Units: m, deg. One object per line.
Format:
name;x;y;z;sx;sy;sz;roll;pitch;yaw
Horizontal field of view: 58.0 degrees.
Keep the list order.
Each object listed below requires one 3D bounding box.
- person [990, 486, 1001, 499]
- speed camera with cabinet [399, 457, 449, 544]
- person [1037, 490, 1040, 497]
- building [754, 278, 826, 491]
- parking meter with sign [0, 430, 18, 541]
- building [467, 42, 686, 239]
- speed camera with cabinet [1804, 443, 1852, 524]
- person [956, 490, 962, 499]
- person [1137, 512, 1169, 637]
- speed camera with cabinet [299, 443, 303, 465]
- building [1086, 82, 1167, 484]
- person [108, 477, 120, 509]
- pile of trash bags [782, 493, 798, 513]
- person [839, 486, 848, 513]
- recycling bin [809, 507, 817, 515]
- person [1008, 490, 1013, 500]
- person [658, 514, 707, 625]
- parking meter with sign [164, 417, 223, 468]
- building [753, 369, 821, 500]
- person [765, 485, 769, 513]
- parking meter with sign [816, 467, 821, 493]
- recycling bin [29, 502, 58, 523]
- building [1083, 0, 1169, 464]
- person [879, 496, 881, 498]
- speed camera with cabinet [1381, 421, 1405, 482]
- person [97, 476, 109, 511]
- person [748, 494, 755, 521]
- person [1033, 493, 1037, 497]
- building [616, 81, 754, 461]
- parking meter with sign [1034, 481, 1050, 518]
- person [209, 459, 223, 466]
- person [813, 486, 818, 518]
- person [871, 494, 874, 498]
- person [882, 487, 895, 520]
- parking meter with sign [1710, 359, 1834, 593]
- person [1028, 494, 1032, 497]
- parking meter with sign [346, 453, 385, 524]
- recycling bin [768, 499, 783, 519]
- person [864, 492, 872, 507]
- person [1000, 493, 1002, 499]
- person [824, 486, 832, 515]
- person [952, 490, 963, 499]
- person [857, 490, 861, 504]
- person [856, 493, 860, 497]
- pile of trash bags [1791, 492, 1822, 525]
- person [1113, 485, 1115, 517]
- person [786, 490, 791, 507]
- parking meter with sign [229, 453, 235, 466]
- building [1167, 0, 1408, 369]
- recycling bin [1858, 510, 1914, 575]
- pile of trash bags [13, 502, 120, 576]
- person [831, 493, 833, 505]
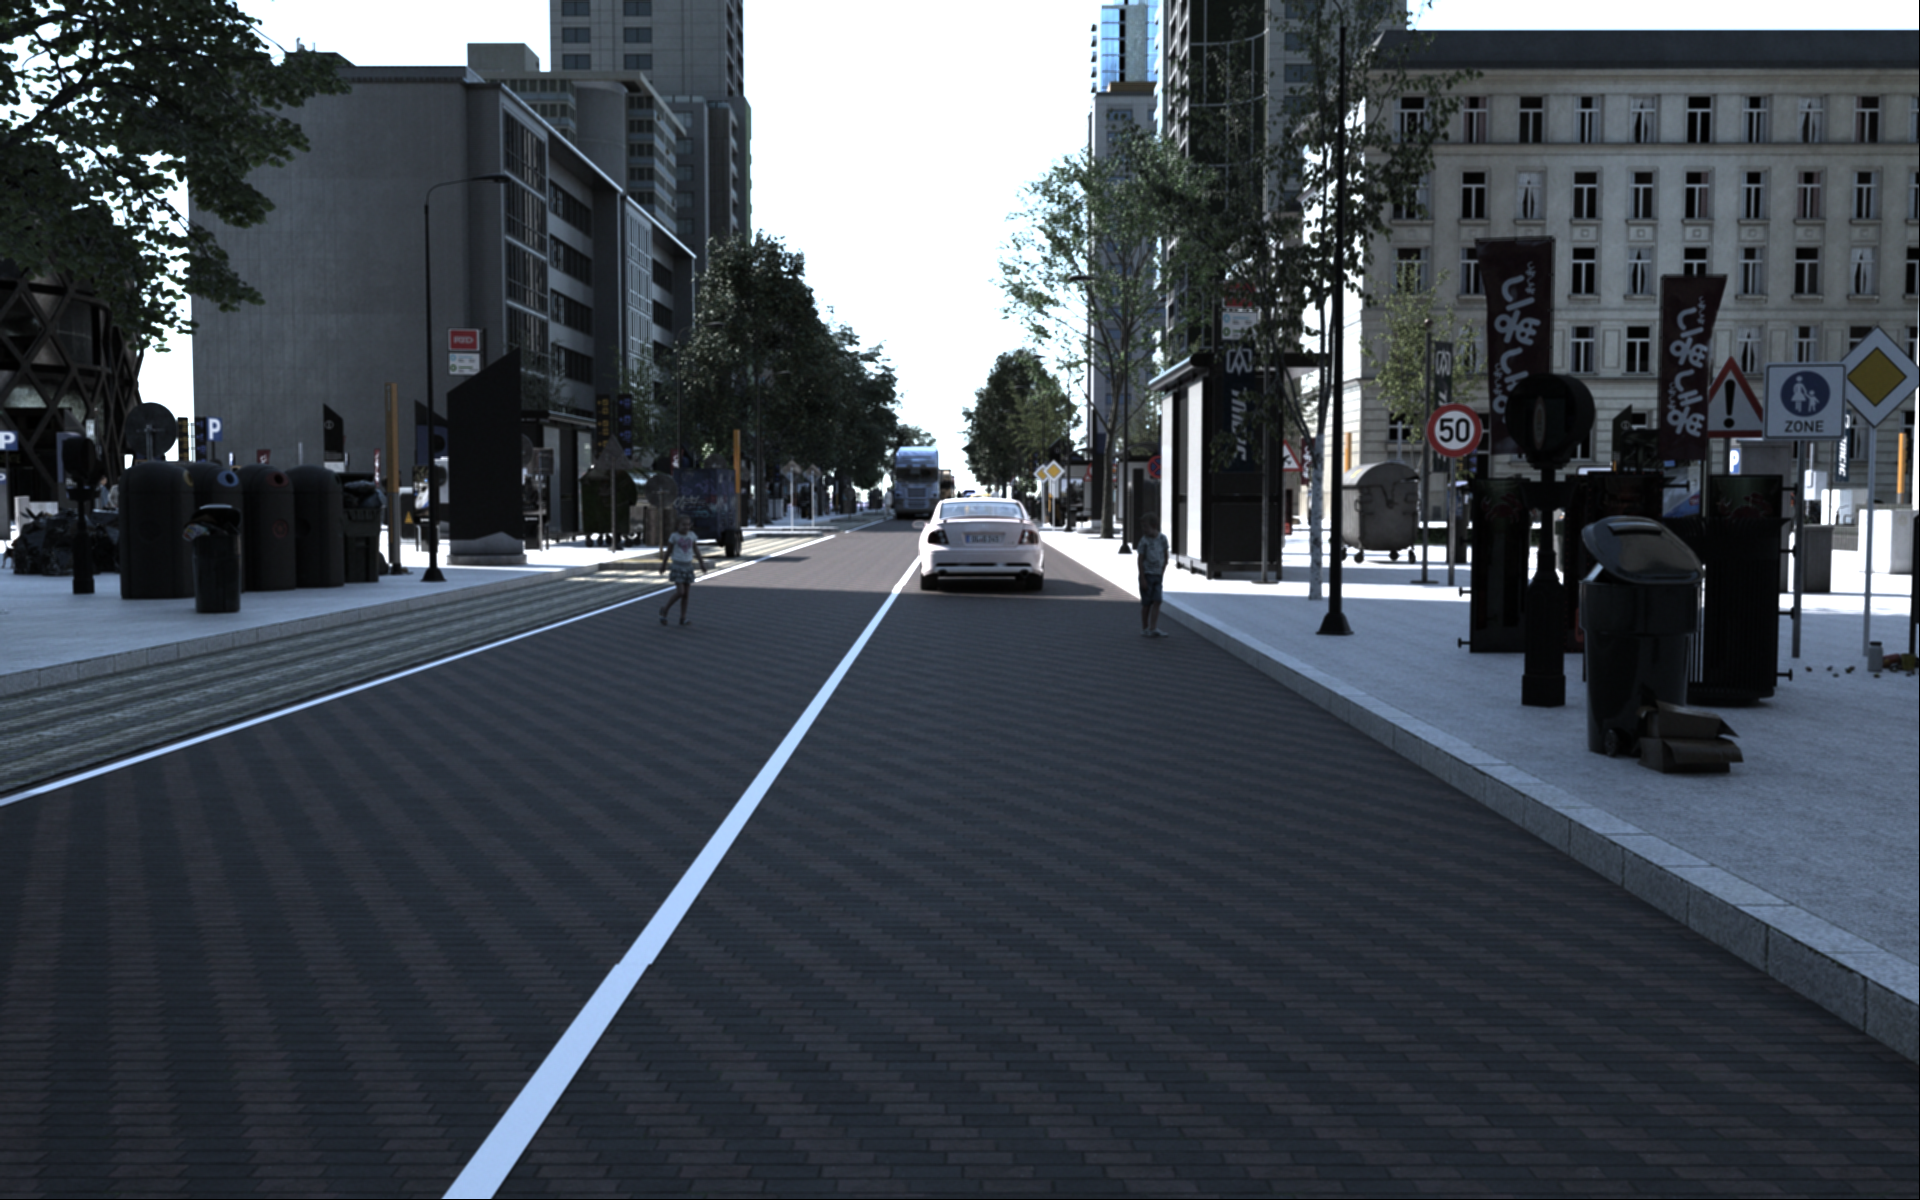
person;1.818;-4.863;87.883;0.514;1.842;0.818;-1;4;-16
speed camera with cabinet;-13.489;-3.047;44.158;2.038;3.252;0.660;2;4;35
person;9.553;-12.487;210.925;0.721;1.735;1.217;-1;4;-14
building;-37.877;-35.914;279.071;32.217;40.220;23.993;0;4;0
parking meter with sign;-26.755;-3.175;48.175;1.738;3.016;0.543;3;5;44
building;-38.296;-28.226;153.369;32.217;40.220;23.993;0;4;0
speed camera with cabinet;33.518;-4.438;66.900;0.660;3.252;2.038;-1;4;-13
person;-0.096;-9.250;159.838;0.705;1.812;1.348;-1;4;-23
person;1.952;-0.261;17.453;0.332;1.250;0.352;1;4;20
speed camera with cabinet;-26.012;-4.448;67.060;2.038;3.252;0.660;3;5;41
building;29.087;-43.573;254.411;21.231;58.520;28.212;0;4;0
person;-24.384;-2.704;50.347;0.391;1.810;0.635;3;5;42
pile of trash bags;-12.472;-6.727;119.740;3.447;1.369;1.912;3;4;36
person;-7.396;-6.390;110.541;0.620;1.820;0.660;0;4;-5
recycling bin;-10.222;-6.539;119.473;0.722;1.027;0.722;-3;5;-40
person;5.828;-11.261;190.164;1.348;1.824;0.705;-2;4;-34
person;-3.047;-0.339;19.057;0.505;1.210;0.382;-3;5;-40
parking meter with sign;-17.703;-2.642;39.465;1.738;3.016;0.543;1;4;15
building;-35.190;-24.966;253.238;27.650;21.520;28.899;0;4;0
person;-10.035;-5.111;90.003;0.834;1.777;0.661;-1;4;-16
parking meter with sign;-9.311;-7.125;112.761;0.543;3.016;1.738;0;4;-3
recycling bin;-29.565;-2.643;55.763;0.722;1.027;0.722;0;4;1
building;29.112;-59.370;283.367;22.319;86.520;31.000;0;4;0
person;-13.390;-17.212;288.375;0.541;1.710;0.530;-2;4;-27
speed camera with cabinet;11.836;-3.266;47.741;0.660;3.252;2.038;1;4;9
person;-25.891;-2.823;52.227;0.654;1.822;0.581;-2;4;-24
person;-9.897;-4.407;82.376;0.475;1.303;0.640;-1;4;-14
person;10.173;-13.860;235.849;0.628;1.438;0.799;1;4;16
building;-28.496;-29.933;173.006;14.154;41.232;14.086;0;4;0
parking meter with sign;4.701;-5.902;92.764;1.738;3.016;0.543;3;4;36
person;-11.512;-1.275;26.909;0.581;1.822;0.654;0;3;0
person;-7.943;-5.299;93.681;0.512;1.701;0.522;2;4;25
person;-7.422;-8.734;149.765;0.541;1.710;0.530;0;4;6
person;-3.899;-5.280;94.705;0.818;1.842;0.514;2;4;29
parking meter with sign;10.440;-1.609;22.570;1.738;3.016;0.543;0;3;0
person;9.637;-14.155;240.666;0.628;1.438;0.799;-1;4;-12
parking meter with sign;-24.953;-4.700;73.110;1.738;3.016;0.543;-2;4;-24
recycling bin;-9.401;-4.635;88.336;0.722;1.027;0.722;0;4;0
person;-8.643;-9.798;166.331;1.350;1.814;0.705;2;4;31
person;6.973;-17.168;289.969;0.421;1.427;0.697;0;4;2
person;-8.097;-6.125;106.544;0.532;1.782;0.716;-1;4;-16
person;-0.158;-8.146;142.403;1.217;1.735;0.721;-1;4;-22
person;-13.548;-13.807;231.804;0.705;1.822;1.348;2;4;34
person;-11.722;-11.300;193.992;0.799;1.438;0.628;-3;5;-40
pile of trash bags;35.990;-3.841;72.557;3.447;1.369;1.912;0;4;-5
person;8.652;-5.618;97.918;0.660;1.820;0.620;-1;4;-18
person;-17.282;-10.345;175.908;1.217;1.736;0.721;-1;4;-19
parking meter with sign;-29.905;-4.713;73.317;1.738;3.016;0.543;-3;4;-37
building;28.481;-44.165;160.348;20.563;71.187;20.611;0;4;0
recycling bin;15.023;-0.938;27.896;0.722;1.027;0.722;-1;4;-16
pile of trash bags;-13.567;-1.145;28.474;3.447;1.369;1.912;-3;5;-40
person;-14.526;-11.428;196.109;0.599;1.433;0.991;-1;4;-11
